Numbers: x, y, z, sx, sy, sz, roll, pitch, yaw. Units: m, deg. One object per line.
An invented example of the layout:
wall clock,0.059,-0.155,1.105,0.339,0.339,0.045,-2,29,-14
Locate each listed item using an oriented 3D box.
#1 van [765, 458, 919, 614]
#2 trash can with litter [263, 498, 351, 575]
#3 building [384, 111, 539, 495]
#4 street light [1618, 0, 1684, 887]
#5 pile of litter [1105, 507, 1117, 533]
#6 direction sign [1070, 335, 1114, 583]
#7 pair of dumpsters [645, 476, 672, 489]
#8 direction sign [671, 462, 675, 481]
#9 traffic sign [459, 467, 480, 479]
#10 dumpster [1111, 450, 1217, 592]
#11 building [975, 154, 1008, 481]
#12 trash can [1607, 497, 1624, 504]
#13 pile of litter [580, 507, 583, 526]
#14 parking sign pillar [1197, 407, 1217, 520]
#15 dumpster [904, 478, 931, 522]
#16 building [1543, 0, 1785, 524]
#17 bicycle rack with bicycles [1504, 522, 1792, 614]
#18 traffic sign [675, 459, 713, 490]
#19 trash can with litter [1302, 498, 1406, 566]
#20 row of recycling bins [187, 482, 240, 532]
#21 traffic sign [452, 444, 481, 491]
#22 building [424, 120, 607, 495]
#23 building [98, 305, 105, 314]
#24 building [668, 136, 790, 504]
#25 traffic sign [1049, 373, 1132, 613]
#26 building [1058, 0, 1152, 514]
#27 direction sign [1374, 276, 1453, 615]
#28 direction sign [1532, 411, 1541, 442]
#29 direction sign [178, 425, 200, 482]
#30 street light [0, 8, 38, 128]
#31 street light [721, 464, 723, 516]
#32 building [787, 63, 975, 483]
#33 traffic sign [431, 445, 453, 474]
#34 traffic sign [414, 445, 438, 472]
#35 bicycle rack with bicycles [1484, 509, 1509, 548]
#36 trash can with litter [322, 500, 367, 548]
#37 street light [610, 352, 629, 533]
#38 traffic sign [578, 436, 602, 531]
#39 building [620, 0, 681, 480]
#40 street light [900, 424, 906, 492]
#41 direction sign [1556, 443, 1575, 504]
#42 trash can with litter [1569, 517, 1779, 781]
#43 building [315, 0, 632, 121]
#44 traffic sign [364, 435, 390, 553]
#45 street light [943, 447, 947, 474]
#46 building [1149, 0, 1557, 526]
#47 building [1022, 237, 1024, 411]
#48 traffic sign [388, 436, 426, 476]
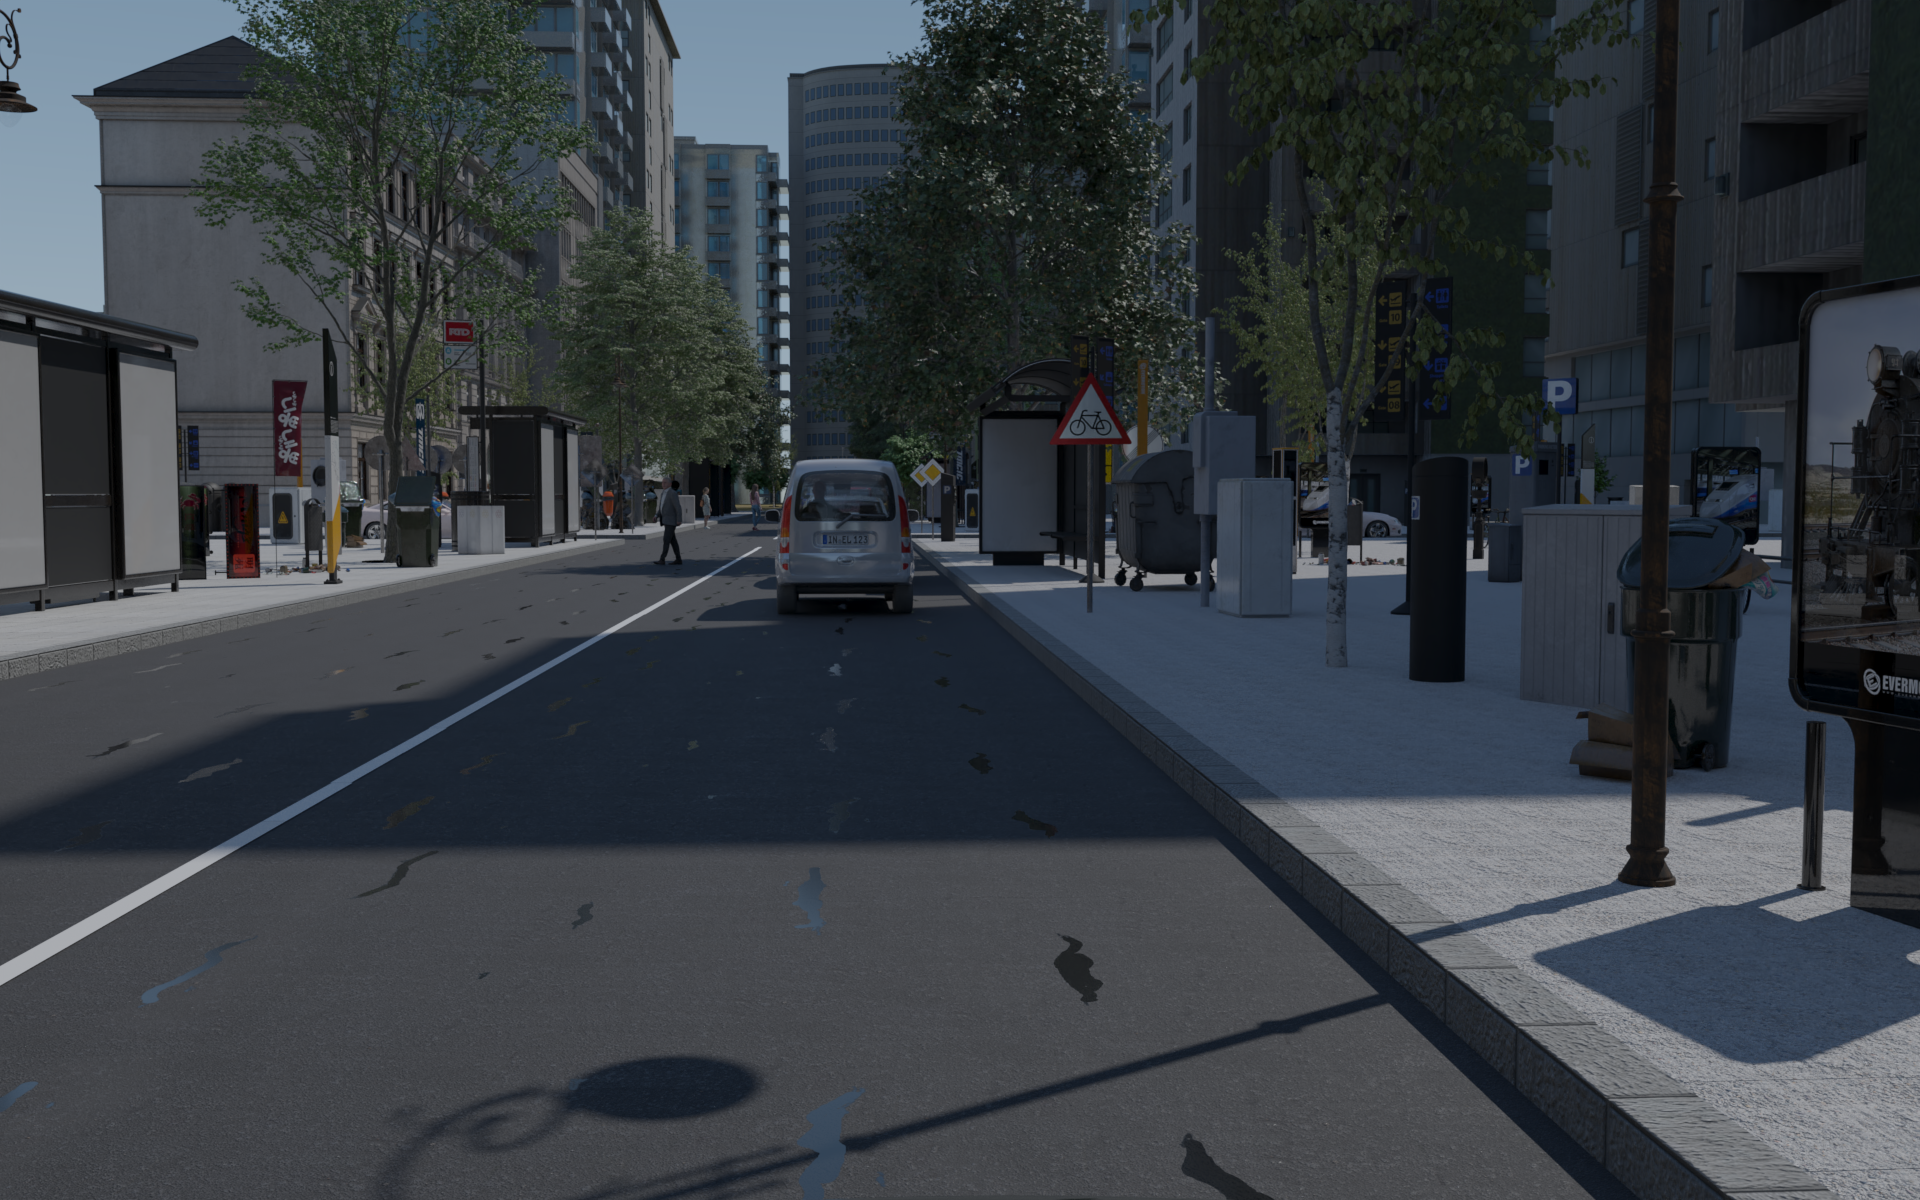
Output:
van,-1.496,-0.925,22.132,2.013,2.044,4.112,0,4,-5
trash can with litter,-10.872,-1.060,28.394,1.678,1.210,2.233,0,4,4
building,-32.617,-15.663,97.887,13.314,21.916,24.055,0,4,-3
street light,2.274,-2.004,5.555,0.468,5.910,1.993,0,4,-3
pile of litter,5.378,-2.630,56.965,1.176,0.858,1.719,-1,4,-9
direction sign,1.908,-2.018,24.987,0.876,3.537,0.379,-3,5,-42
pair of dumpsters,-16.255,-5.535,92.995,1.574,2.255,4.437,0,4,-3
direction sign,-17.675,-7.037,107.050,0.379,3.537,0.876,-2,4,-32
traffic sign,-13.669,-2.823,48.293,0.606,2.300,0.079,0,4,6
dumpster,2.788,-1.081,23.430,1.264,1.857,1.865,0,4,-3
building,8.537,-30.980,190.113,14.154,41.232,14.086,0,4,-3
trash can,30.350,-4.195,80.249,0.748,1.137,0.748,0,3,0
pile of litter,-15.454,-3.427,69.989,1.176,0.858,1.719,2,4,25
parking sign pillar,7.124,-3.669,48.460,1.447,3.967,1.447,-3,5,-43
dumpster,-1.768,-4.668,78.821,1.502,2.255,1.985,0,4,-3
building,44.572,-30.213,83.228,27.495,52.752,28.713,0,4,-3
bicycle rack with bicycles,7.787,-0.338,18.907,2.852,0.926,2.925,0,4,3
traffic sign,-15.608,-6.599,101.769,2.265,3.308,0.079,0,4,-3
trash can with litter,7.346,-1.241,31.349,2.233,1.210,1.678,3,5,40
row of recycling bins,-26.059,-3.178,59.068,3.534,1.692,1.069,0,4,4
traffic sign,-12.608,-2.701,44.274,0.768,2.556,0.104,0,4,6
building,-32.070,-18.459,119.825,12.078,24.808,19.932,0,4,-3
building,-72.815,-20.419,178.894,28.899,21.520,27.650,0,4,-3
building,-38.363,-37.599,234.351,30.456,49.044,23.786,0,4,-3
traffic sign,1.404,-1.142,18.676,0.884,2.594,0.081,0,4,1
building,18.617,-30.422,117.003,23.786,49.044,30.456,0,4,-3
direction sign,4.794,-1.615,18.398,0.876,3.537,0.379,3,5,43
direction sign,15.783,-3.397,47.539,0.379,3.537,0.876,0,4,6
direction sign,-25.558,-3.987,57.181,0.876,3.537,0.379,-1,4,-9
street light,-8.639,-2.595,15.215,0.468,5.910,1.993,0,4,-3
street light,-13.618,-7.718,98.970,0.468,5.910,1.993,0,4,-3
building,-8.972,-42.395,235.158,28.212,58.520,21.231,0,4,-3
traffic sign,-13.552,-2.744,44.963,0.768,2.556,0.104,0,4,-1
traffic sign,-13.816,-2.722,44.607,0.768,2.556,0.104,0,4,5
bicycle rack with bicycles,13.440,-1.702,41.211,2.925,0.926,2.852,-2,4,-29
trash can with litter,-14.719,-1.839,41.461,1.055,1.170,0.624,1,4,10
street light,-11.098,-5.125,56.575,0.468,5.910,1.993,0,4,-3
traffic sign,-13.612,-4.072,60.458,2.265,3.308,0.079,0,4,5
building,-43.919,-36.084,179.218,27.495,52.752,28.713,0,4,-3
street light,-2.898,-7.113,89.084,0.468,5.910,1.993,0,4,-3
direction sign,27.113,-5.235,77.587,0.876,3.537,0.379,-1,4,-11
trash can with litter,3.288,0.207,8.007,0.624,1.170,1.055,3,5,43
building,-39.433,-32.088,144.247,23.786,49.044,30.456,0,4,-3
traffic sign,-12.562,-2.293,37.602,0.768,2.556,0.104,0,4,4
street light,-0.403,-4.587,47.791,0.468,5.910,1.993,0,4,-3
building,16.248,-18.563,75.206,14.107,30.474,14.160,0,4,-3
building,14.700,-52.226,166.563,22.319,86.520,31.000,0,4,-3
traffic sign,-12.490,-2.389,39.065,0.884,2.594,0.081,0,4,1
